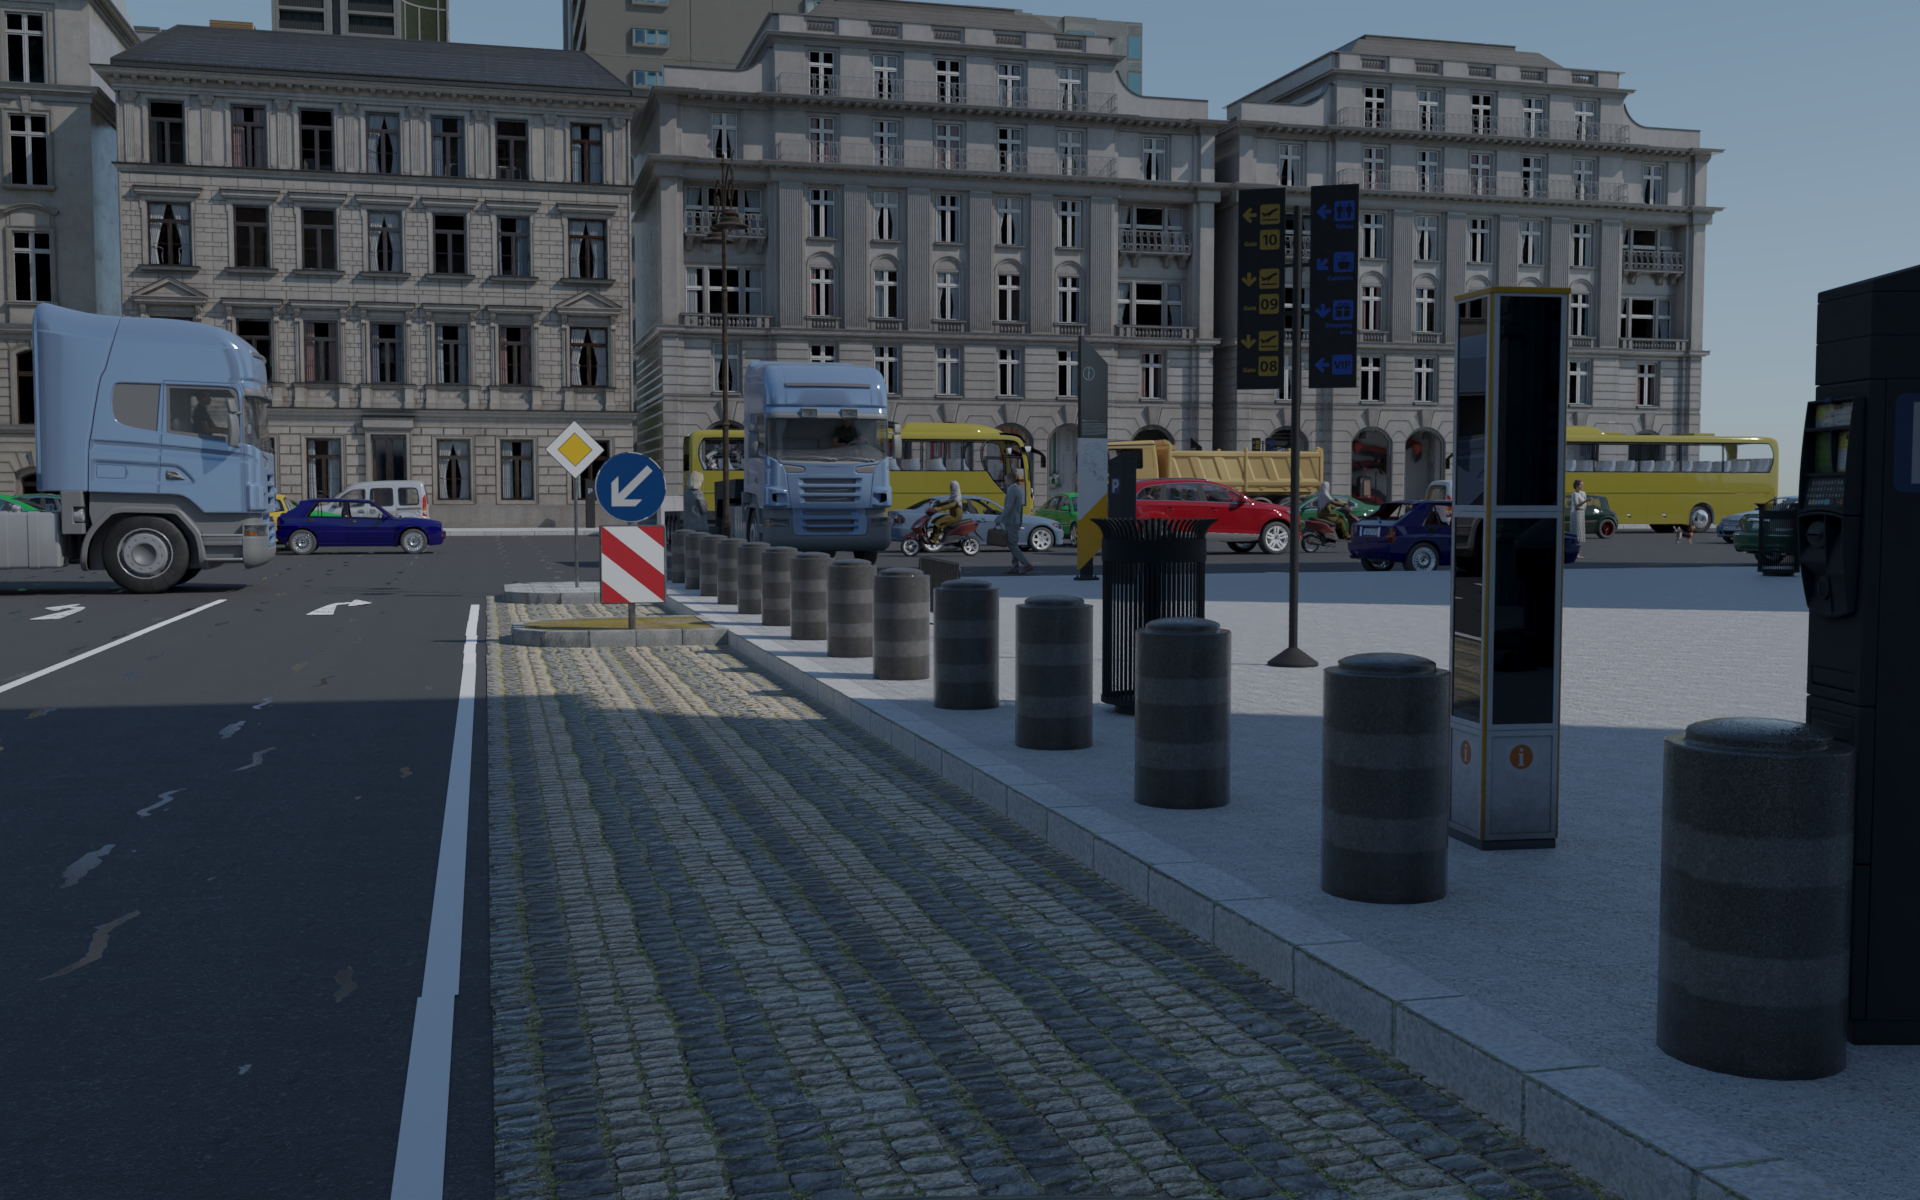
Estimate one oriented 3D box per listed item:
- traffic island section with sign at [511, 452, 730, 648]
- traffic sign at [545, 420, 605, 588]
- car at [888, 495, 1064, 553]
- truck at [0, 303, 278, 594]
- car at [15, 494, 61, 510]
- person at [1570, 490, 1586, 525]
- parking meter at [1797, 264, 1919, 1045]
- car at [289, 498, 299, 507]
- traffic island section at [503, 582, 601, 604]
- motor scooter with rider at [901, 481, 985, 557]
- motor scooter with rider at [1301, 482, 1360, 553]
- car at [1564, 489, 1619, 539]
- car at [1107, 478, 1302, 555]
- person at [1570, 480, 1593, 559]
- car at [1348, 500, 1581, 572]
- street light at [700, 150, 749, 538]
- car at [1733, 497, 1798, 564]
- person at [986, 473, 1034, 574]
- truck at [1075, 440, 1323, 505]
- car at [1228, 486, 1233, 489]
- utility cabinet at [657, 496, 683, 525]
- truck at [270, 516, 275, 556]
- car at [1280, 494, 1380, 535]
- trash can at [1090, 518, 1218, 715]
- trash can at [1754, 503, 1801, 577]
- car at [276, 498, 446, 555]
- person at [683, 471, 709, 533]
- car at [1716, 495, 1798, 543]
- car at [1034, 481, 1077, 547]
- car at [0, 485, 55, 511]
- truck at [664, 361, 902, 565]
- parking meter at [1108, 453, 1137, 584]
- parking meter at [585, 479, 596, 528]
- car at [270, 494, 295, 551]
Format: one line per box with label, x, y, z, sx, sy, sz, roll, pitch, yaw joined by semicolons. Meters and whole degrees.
traffic island section with sign;-3.394;-0.513;17.017;1.989;1.847;2.006;-1;4;-15
traffic sign;-5.262;-1.228;23.712;0.795;2.450;0.064;-1;4;-15
car;0.365;-1.907;43.188;4.499;1.417;2.014;-1;4;-14
truck;-18.717;-2.072;23.643;18.799;4.110;2.967;-1;4;-17
car;-23.775;-2.080;45.812;4.920;1.459;2.131;-1;4;-14
person;19.041;-2.727;53.312;0.478;1.798;0.641;1;4;12
parking meter;2.223;0.099;4.097;0.399;1.863;0.255;0;4;0
car;-19.723;-2.486;49.436;4.718;1.807;1.959;-1;4;-15
traffic island section;-5.241;-0.093;23.796;2.009;0.180;2.903;-1;4;-15
motor scooter with rider;-0.399;-1.885;39.777;1.986;1.779;0.876;-1;4;-13
motor scooter with rider;9.197;-2.043;42.366;1.986;1.779;0.876;-1;4;-13
car;19.194;-2.819;55.882;4.222;1.686;2.009;-1;4;-17
car;5.632;-2.001;41.396;5.304;1.827;2.281;-1;4;-17
person;13.829;-1.801;38.520;0.524;1.755;0.480;2;4;30
car;8.989;-1.119;30.877;3.894;1.354;1.945;-1;4;-16
street light;-3.214;-3.114;23.697;0.468;5.910;1.993;-1;4;-15
car;18.085;-1.419;35.005;4.920;1.459;2.131;-1;4;-15
person;0.921;-1.370;31.026;0.853;1.813;0.709;1;4;10
truck;8.282;-4.120;63.283;9.791;3.379;3.469;-1;4;-15
car;7.099;-3.077;58.979;5.304;1.827;2.281;-1;4;-15
utility cabinet;-11.022;-3.347;65.880;1.020;1.237;0.306;-3;5;-43
truck;-23.949;-2.754;34.782;18.799;4.110;2.967;-1;4;-15
car;11.759;-2.816;57.847;4.920;1.459;2.131;-1;4;-15
trash can;1.137;0.090;10.183;0.748;1.137;0.748;0;3;0
trash can;12.818;-0.944;27.091;0.748;1.137;0.748;0;3;0
car;-14.405;-1.782;41.712;3.894;1.354;1.945;-1;4;-17
person;-4.250;-1.187;28.090;0.526;1.800;0.537;-3;4;-36
car;24.317;-2.356;50.516;4.499;1.417;2.014;-1;4;-15
car;3.483;-2.401;48.048;1.959;1.807;4.718;-1;4;-17
car;-22.211;-1.814;38.458;4.718;1.807;1.959;-1;4;-16
truck;-4.785;-3.130;40.927;2.967;4.110;18.799;-1;4;-16
parking meter;2.318;-1.165;24.763;0.255;1.863;0.399;-2;4;-29
parking meter;-13.916;-3.644;65.283;0.399;1.863;0.255;-1;4;-12
car;-17.849;-2.090;44.396;2.015;1.641;3.980;-1;4;-16
